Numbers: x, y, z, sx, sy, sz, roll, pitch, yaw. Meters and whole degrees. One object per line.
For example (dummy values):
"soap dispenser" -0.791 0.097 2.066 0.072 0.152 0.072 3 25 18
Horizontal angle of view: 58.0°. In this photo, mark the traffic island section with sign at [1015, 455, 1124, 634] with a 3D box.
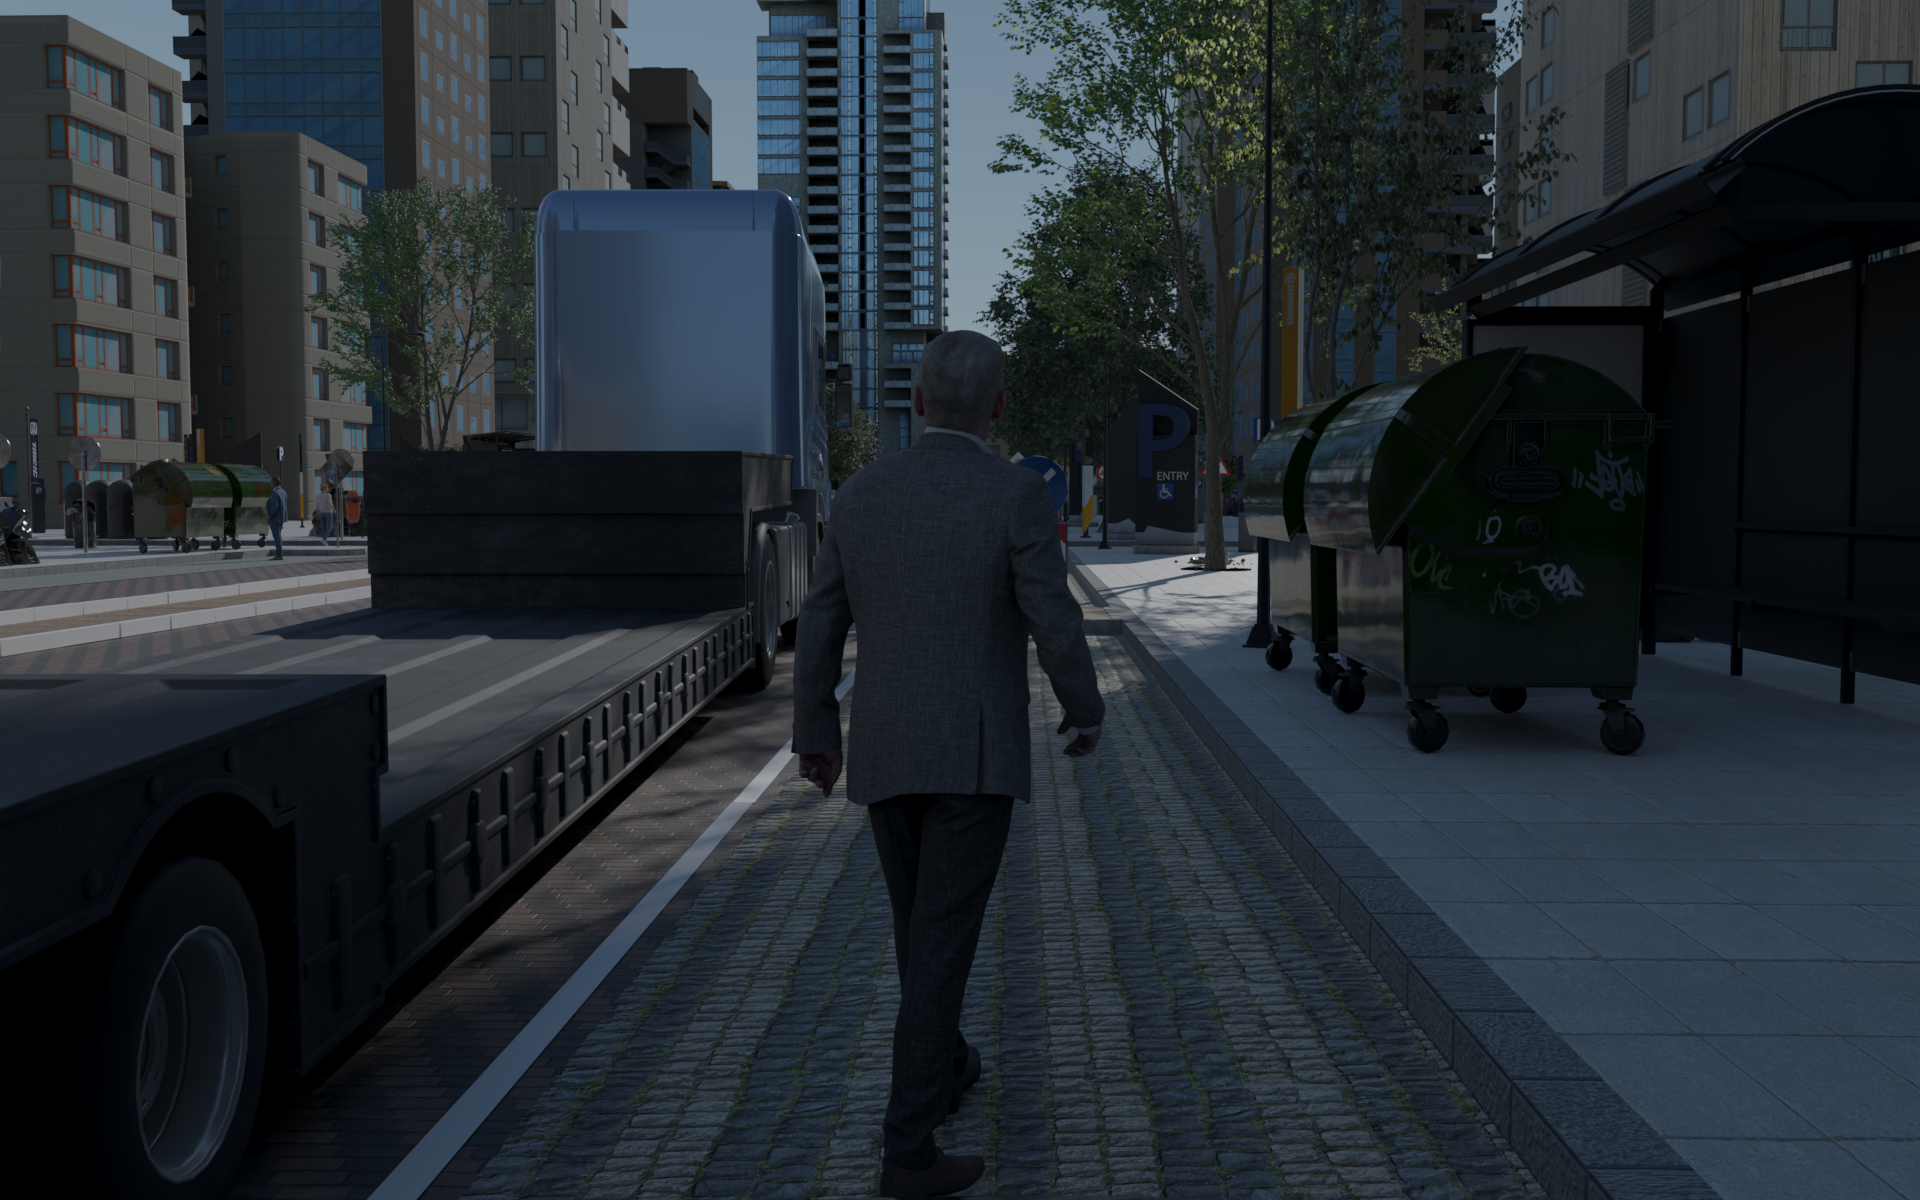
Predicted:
"traffic island section with sign" 0.704 -0.607 18.555 1.989 1.847 2.006 0 4 2

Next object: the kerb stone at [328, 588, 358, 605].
"kerb stone" -8.221 -0.035 22.854 0.120 0.150 1.000 0 4 2

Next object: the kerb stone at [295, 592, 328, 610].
"kerb stone" -8.258 0.022 21.832 0.120 0.150 1.000 0 4 2

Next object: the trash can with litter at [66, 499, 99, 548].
"trash can with litter" -20.868 -1.824 41.210 0.624 1.170 1.055 -1 4 -21

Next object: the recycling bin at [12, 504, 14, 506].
"recycling bin" -23.389 -1.800 41.991 0.722 1.027 0.722 -1 4 -17

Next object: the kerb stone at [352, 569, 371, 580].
"kerb stone" -10.126 -0.424 29.134 0.120 0.150 1.000 0 4 2

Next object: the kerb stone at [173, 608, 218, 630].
"kerb stone" -8.353 0.211 18.754 0.120 0.150 1.000 0 4 2

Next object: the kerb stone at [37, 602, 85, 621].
"kerb stone" -10.416 0.139 19.917 0.120 0.150 1.000 0 4 2

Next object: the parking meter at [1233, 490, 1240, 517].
"parking meter" 15.536 -5.443 97.404 0.372 1.533 0.369 0 3 0

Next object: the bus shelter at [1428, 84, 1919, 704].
"bus shelter" 4.724 -1.066 11.345 2.014 3.302 5.546 0 4 2

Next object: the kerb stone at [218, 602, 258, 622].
"kerb stone" -8.324 0.153 19.776 0.120 0.150 1.000 0 4 2

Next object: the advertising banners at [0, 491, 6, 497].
"advertising banners" -35.270 -4.028 62.050 0.090 3.025 2.074 2 4 34

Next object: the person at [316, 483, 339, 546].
"person" -17.159 -2.306 46.871 0.731 1.740 0.598 0 4 4

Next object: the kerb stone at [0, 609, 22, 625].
"kerb stone" -10.445 0.204 18.893 0.120 0.150 1.000 0 4 2

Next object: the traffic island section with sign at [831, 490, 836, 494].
"traffic island section with sign" -11.064 -8.704 150.939 1.989 1.847 2.006 0 4 2

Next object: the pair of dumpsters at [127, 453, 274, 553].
"pair of dumpsters" -17.184 -2.256 39.387 1.574 2.255 4.437 0 4 2

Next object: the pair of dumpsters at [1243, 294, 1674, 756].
"pair of dumpsters" 2.792 -0.490 10.506 1.574 2.255 4.437 0 4 2

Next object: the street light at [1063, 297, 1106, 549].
"street light" 2.833 -4.137 40.188 1.470 5.913 1.316 0 4 2

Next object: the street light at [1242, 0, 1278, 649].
"street light" 2.006 -2.559 14.386 1.470 5.913 1.316 0 4 2

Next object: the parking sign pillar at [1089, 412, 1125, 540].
"parking sign pillar" 4.711 -3.672 48.502 1.447 3.967 1.447 -2 4 -34

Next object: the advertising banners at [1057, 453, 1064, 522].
"advertising banners" 4.291 -4.787 74.462 0.090 3.025 2.074 0 4 -6

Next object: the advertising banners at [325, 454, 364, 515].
"advertising banners" -26.516 -4.844 75.382 2.074 3.025 0.090 -2 4 -27

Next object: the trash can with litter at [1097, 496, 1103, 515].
"trash can with litter" 8.591 -5.767 105.671 0.624 1.170 1.055 -1 4 -16

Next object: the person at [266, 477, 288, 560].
"person" -14.676 -1.746 37.234 0.419 1.800 0.721 -1 4 -9

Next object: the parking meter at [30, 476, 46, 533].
"parking meter" -30.118 -3.113 56.604 0.255 1.863 0.399 3 5 44

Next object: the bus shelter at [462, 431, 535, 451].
"bus shelter" -17.562 -4.653 67.367 1.731 3.624 6.357 0 4 2

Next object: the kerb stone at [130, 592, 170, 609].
"kerb stone" -10.355 0.022 21.970 0.120 0.150 1.000 0 4 2

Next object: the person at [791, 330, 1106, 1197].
"person" -0.004 0.313 3.775 0.661 1.777 0.834 1 4 20

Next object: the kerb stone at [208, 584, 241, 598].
"kerb stone" -10.286 -0.102 24.014 0.120 0.150 1.000 0 4 2

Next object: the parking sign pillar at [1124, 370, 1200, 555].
"parking sign pillar" 4.459 -2.987 37.311 1.447 3.967 1.447 1 4 17

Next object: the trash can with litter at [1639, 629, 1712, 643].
"trash can with litter" 6.369 -0.231 15.162 1.055 1.170 0.624 0 4 -1

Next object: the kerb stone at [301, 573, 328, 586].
"kerb stone" -10.191 -0.299 27.092 0.120 0.150 1.000 0 4 2

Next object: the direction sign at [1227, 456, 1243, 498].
"direction sign" 16.342 -6.731 102.051 0.379 3.537 0.876 -3 4 -37

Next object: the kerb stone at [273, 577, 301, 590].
"kerb stone" -10.224 -0.236 26.062 0.120 0.150 1.000 0 4 2

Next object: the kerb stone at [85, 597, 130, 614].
"kerb stone" -10.385 0.080 20.946 0.120 0.150 1.000 0 4 2

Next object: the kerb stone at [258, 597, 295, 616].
"kerb stone" -8.290 0.085 20.802 0.120 0.150 1.000 0 4 2

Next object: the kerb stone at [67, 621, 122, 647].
"kerb stone" -8.427 0.337 16.707 0.120 0.150 1.000 0 4 2

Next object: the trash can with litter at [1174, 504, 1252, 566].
"trash can with litter" 4.835 -1.292 32.181 1.678 1.210 2.233 1 4 17

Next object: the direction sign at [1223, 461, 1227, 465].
"direction sign" 18.287 -7.678 117.537 0.876 3.537 0.379 0 4 -6

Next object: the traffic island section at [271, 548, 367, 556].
"traffic island section" -14.842 -1.161 41.259 2.009 0.180 2.903 0 4 2

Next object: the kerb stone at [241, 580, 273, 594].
"kerb stone" -10.249 -0.173 25.035 0.120 0.150 1.000 0 4 2

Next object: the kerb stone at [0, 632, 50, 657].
"kerb stone" -8.447 0.398 15.685 0.120 0.150 1.000 0 4 2

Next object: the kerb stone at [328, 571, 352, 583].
"kerb stone" -10.159 -0.362 28.113 0.120 0.150 1.000 0 4 2

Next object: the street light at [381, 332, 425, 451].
"street light" -16.010 -4.722 49.753 1.470 5.913 1.316 0 4 2

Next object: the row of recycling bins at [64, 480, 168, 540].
"row of recycling bins" -24.182 -2.597 49.582 3.534 1.692 1.069 1 4 21

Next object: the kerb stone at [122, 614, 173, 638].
"kerb stone" -8.390 0.273 17.732 0.120 0.150 1.000 0 4 2

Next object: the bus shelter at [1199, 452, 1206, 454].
"bus shelter" 8.299 -4.519 67.808 2.014 3.302 5.546 0 4 2

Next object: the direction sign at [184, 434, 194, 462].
"direction sign" -29.089 -4.489 65.385 0.379 3.537 0.876 -3 5 -43

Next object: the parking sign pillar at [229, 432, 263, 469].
"parking sign pillar" -30.739 -5.268 74.597 1.447 3.967 1.447 -1 4 -19

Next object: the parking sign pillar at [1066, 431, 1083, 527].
"parking sign pillar" 4.727 -4.867 68.044 1.447 3.967 1.447 2 4 26

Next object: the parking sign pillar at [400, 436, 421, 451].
"parking sign pillar" -25.553 -5.681 81.357 1.447 3.967 1.447 -3 5 -43

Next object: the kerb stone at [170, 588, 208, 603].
"kerb stone" -10.317 -0.048 22.992 0.120 0.150 1.000 0 4 2

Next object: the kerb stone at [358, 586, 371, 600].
"kerb stone" -8.195 -0.103 23.875 0.120 0.150 1.000 0 4 2
